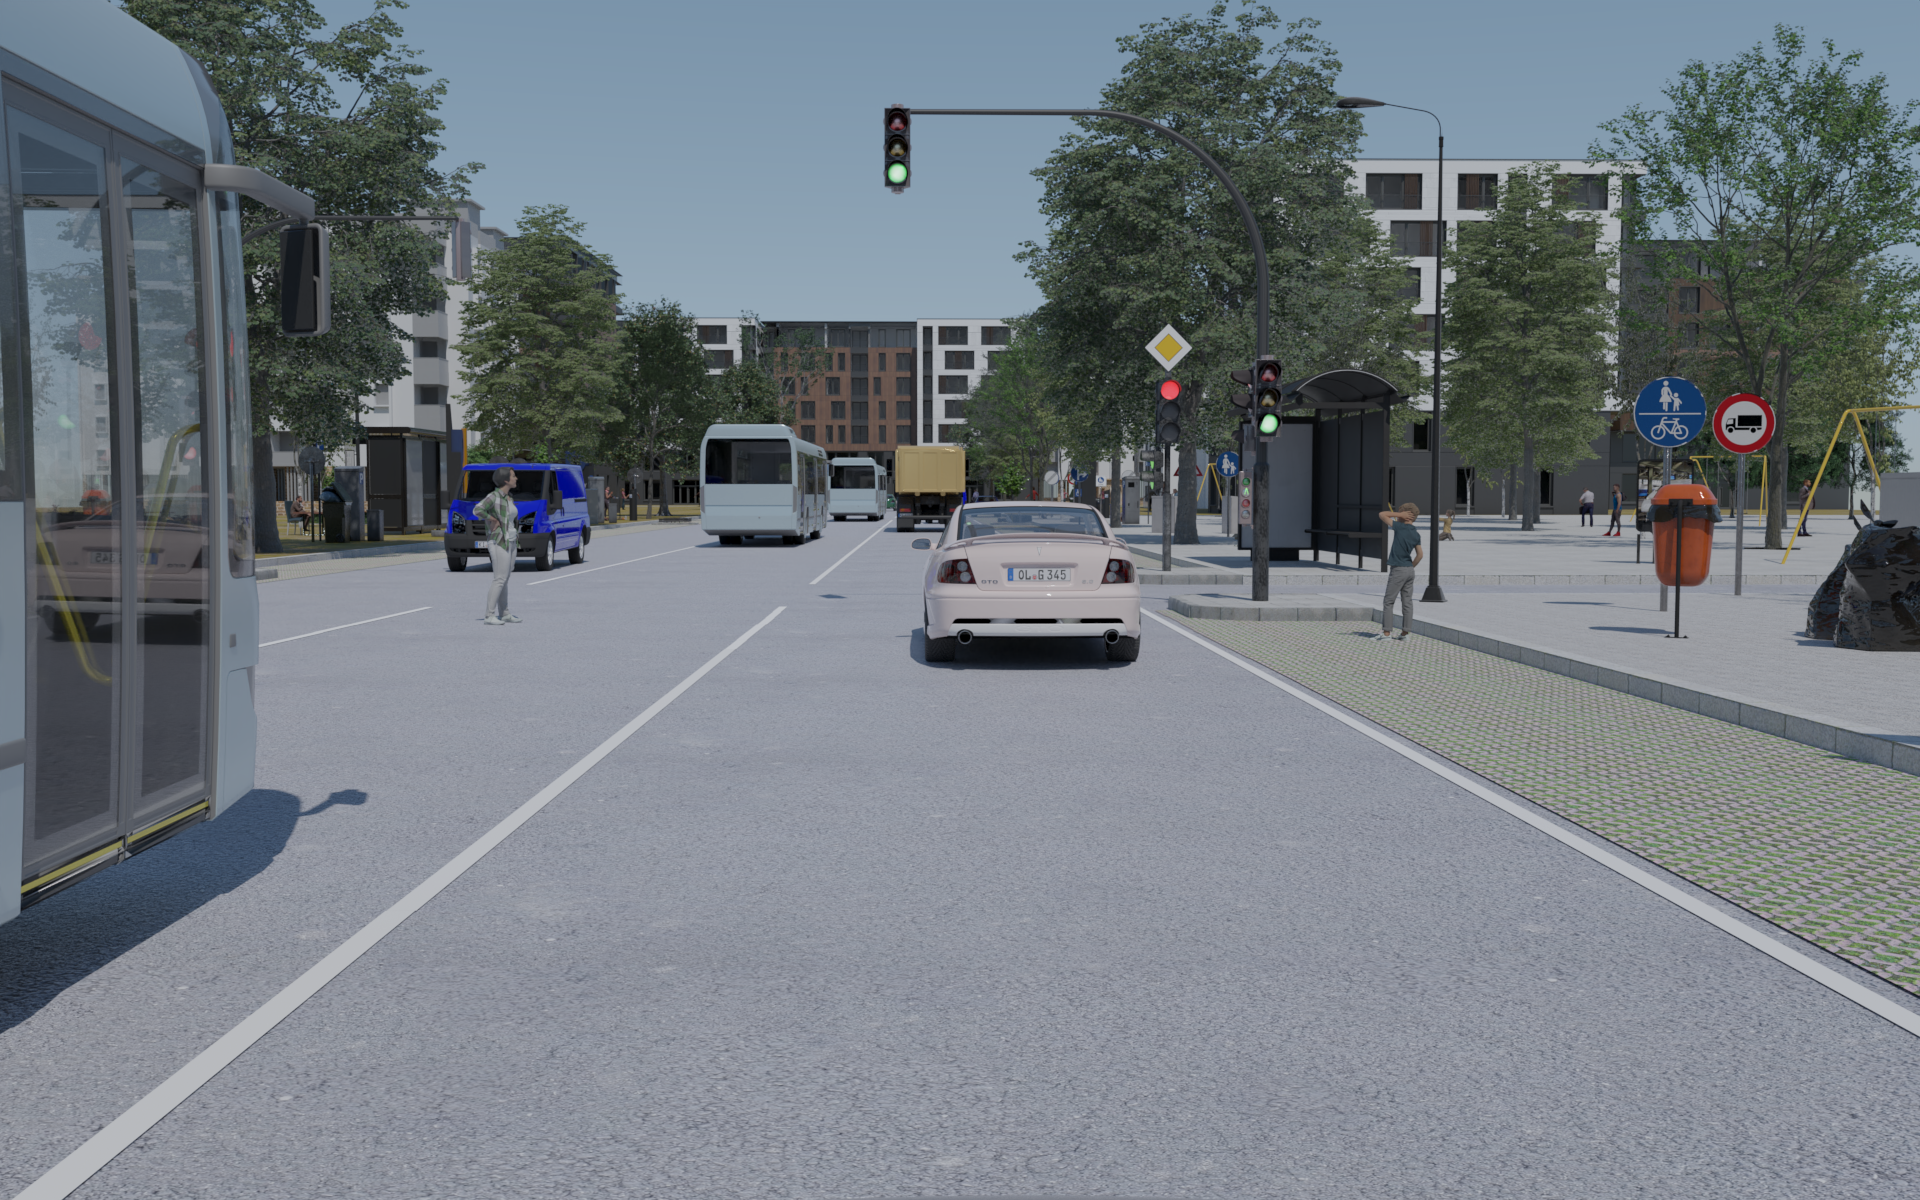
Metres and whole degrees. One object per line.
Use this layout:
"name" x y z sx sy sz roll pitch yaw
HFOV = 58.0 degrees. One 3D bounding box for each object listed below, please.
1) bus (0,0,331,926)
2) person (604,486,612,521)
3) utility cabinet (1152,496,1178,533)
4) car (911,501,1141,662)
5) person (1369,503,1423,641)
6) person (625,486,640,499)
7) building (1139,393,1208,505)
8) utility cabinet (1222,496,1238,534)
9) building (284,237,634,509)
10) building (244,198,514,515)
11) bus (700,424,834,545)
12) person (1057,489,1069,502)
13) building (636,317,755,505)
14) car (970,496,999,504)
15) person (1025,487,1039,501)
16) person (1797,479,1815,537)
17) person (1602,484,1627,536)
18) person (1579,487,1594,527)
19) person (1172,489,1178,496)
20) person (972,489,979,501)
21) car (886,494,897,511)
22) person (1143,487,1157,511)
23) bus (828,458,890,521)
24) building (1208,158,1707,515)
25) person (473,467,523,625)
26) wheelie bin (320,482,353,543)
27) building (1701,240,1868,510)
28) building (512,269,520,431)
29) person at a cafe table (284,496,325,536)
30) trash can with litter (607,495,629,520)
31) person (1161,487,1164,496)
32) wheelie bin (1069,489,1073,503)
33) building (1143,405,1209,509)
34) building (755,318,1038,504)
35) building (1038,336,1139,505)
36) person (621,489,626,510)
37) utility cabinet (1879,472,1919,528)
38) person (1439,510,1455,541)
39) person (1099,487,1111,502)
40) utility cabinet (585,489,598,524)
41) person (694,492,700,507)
"bus" -3.543 -0.353 0.636 2.948 3.499 13.247 0 4 -3
"person" -16.692 -4.572 82.268 0.593 1.643 0.415 1 4 22
"utility cabinet" 6.759 -2.793 56.820 0.306 1.237 1.020 -3 5 -41
"car" 0.579 -0.235 16.197 2.083 1.381 4.827 0 4 -1
"person" 4.240 -0.270 16.822 0.435 1.345 0.340 -3 5 -39
"person" -23.233 -7.165 123.193 0.705 1.824 1.348 3 5 39
"building" 26.319 -21.575 209.163 11.380 20.091 16.016 0 4 -1
"utility cabinet" 8.768 -2.748 56.096 0.306 1.237 1.020 -1 4 -8
"building" -47.581 -18.812 151.549 32.646 21.610 27.936 0 4 -1
"building" -37.760 -15.443 108.906 16.016 20.091 11.380 0 4 -1
"bus" -5.647 -3.516 52.348 2.948 3.499 13.247 0 4 -1
"person" 8.836 -8.642 148.053 1.217 1.743 0.721 2 4 30
"building" -40.229 -22.632 214.006 32.646 21.610 27.936 0 4 -1
"car" 1.604 -5.818 107.705 1.945 1.354 3.894 0 4 -3
"person" 5.330 -7.371 126.501 1.348 1.831 0.705 -3 5 -39
"person" 25.425 -2.760 51.988 0.431 1.722 0.655 3 5 42
"person" 19.961 -2.744 52.783 0.662 1.594 0.647 0 4 -1
"person" 24.367 -3.617 67.396 0.614 1.554 0.590 0 4 -7
"person" 10.747 -4.794 86.634 0.429 1.552 0.499 2 4 27
"person" 1.299 -8.615 149.228 0.709 1.838 0.599 -2 4 -33
"car" -6.258 -8.248 146.654 2.131 1.459 4.920 0 4 0
"person" 14.375 -7.597 130.271 1.348 1.823 0.705 -2 4 -27
"bus" -5.495 -6.116 94.856 2.948 3.499 13.247 0 4 0
"building" 31.083 -17.013 122.140 27.936 21.610 32.646 0 4 -1
"person" -5.086 -0.609 19.176 0.376 1.734 0.841 1 4 11
"wheelie bin" -16.402 -2.301 45.523 0.693 1.594 0.980 0 4 -2
"building" 56.474 -18.915 153.228 32.646 21.610 27.936 0 4 -1
"building" -39.253 -16.152 120.497 16.016 20.091 11.380 0 4 -1
"person at a cafe table" -20.216 -2.646 54.117 1.726 1.238 1.698 1 4 12
"trash can with litter" -17.421 -4.592 86.138 2.233 1.210 1.678 1 4 20
"person" 8.251 -3.919 70.247 0.434 1.807 0.598 1 4 13
"wheelie bin" 6.804 -5.726 101.535 0.980 1.594 0.693 3 5 40
"building" 22.345 -12.893 152.945 9.099 9.664 28.070 0 4 -1
"building" -7.438 -22.711 215.292 32.646 21.610 27.936 0 4 -1
"building" 14.686 -21.631 210.084 11.380 20.091 16.016 0 4 -1
"person" -27.376 -8.226 141.251 0.721 1.743 1.217 -1 4 -18
"utility cabinet" 9.803 -0.556 17.774 0.318 1.500 1.173 1 4 9
"person" 13.245 -2.051 47.498 0.347 0.859 0.695 -3 5 -44
"person" 9.931 -6.870 119.087 0.721 1.743 1.217 -3 4 -36
"utility cabinet" -15.877 -3.937 73.045 1.173 1.500 0.318 -1 4 -20
"person" -25.738 -10.105 171.786 1.217 1.766 0.721 -1 4 -13
